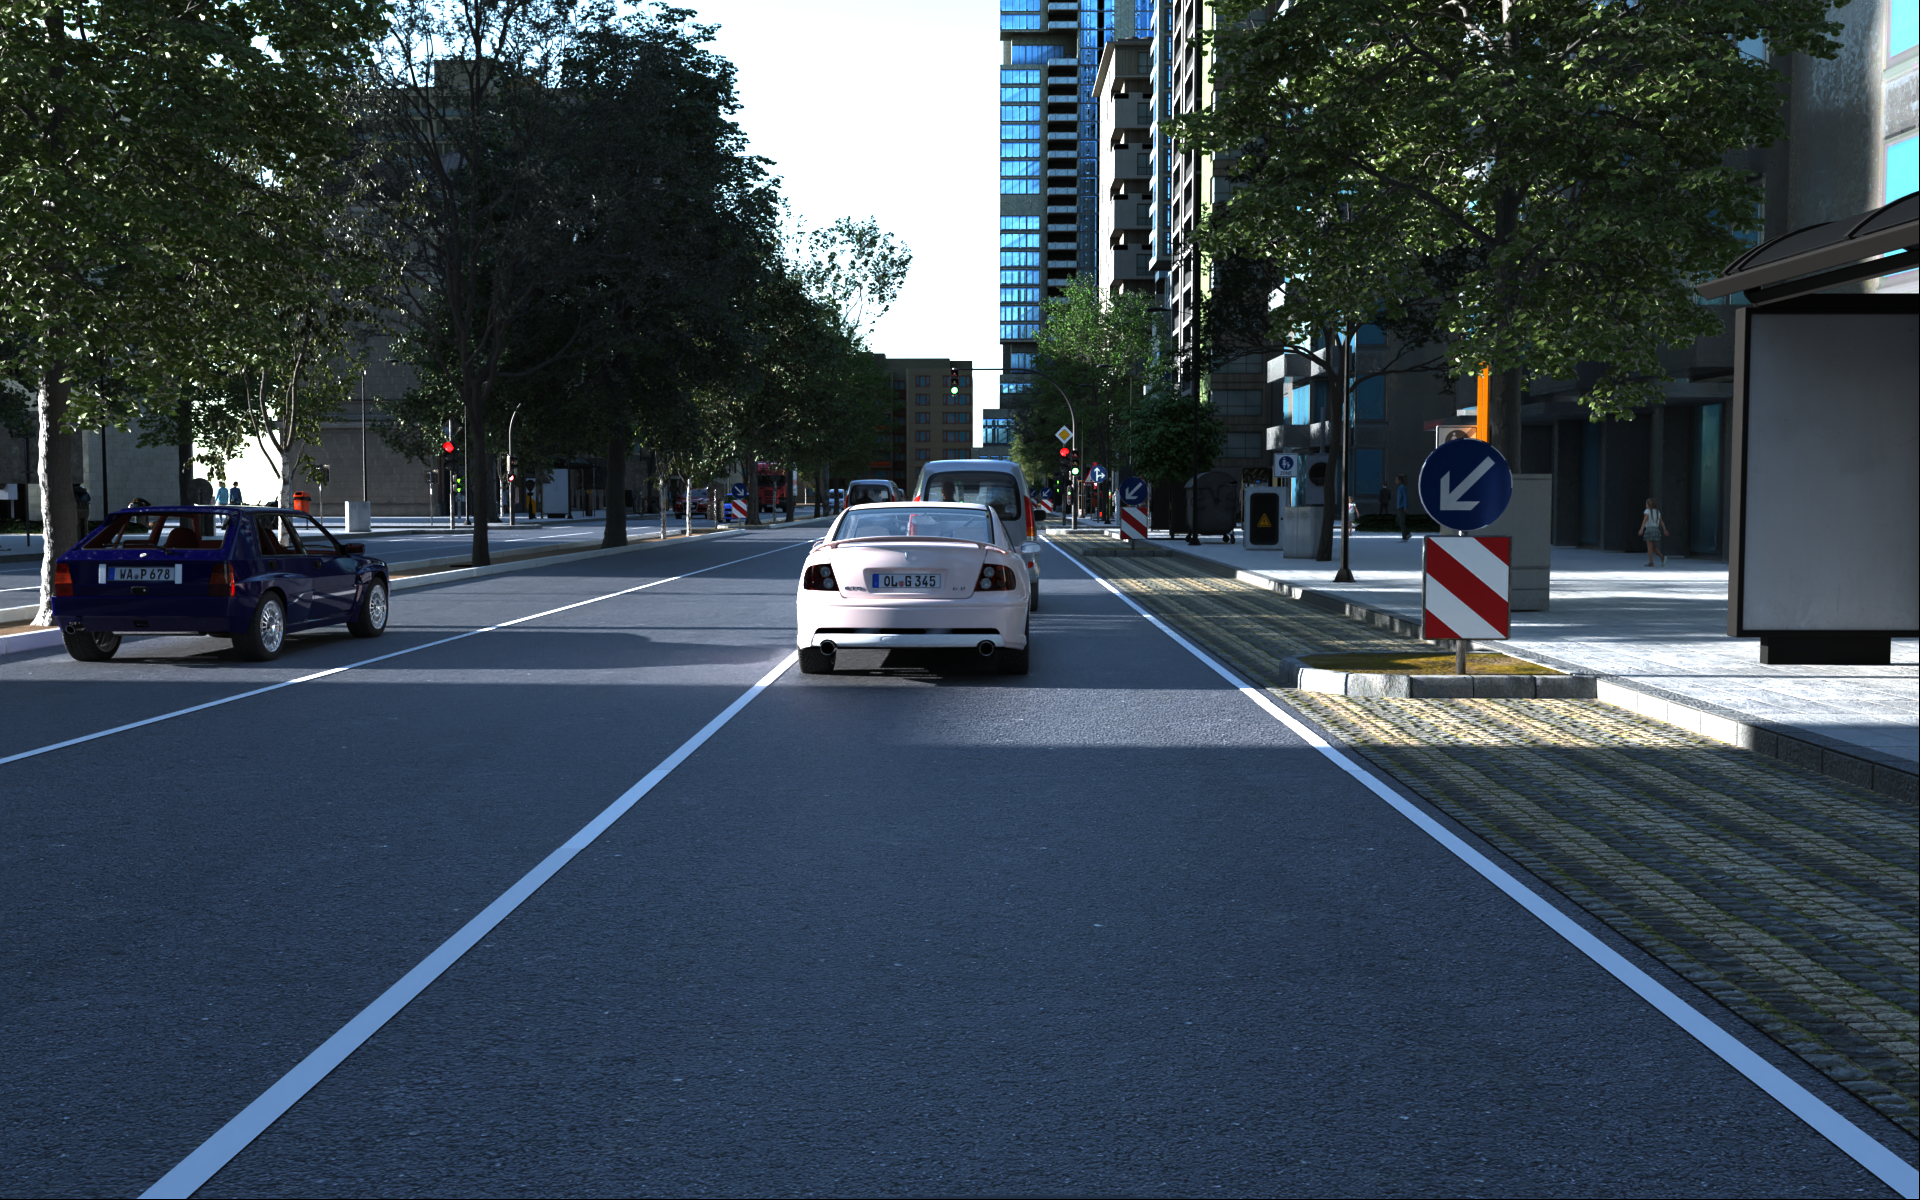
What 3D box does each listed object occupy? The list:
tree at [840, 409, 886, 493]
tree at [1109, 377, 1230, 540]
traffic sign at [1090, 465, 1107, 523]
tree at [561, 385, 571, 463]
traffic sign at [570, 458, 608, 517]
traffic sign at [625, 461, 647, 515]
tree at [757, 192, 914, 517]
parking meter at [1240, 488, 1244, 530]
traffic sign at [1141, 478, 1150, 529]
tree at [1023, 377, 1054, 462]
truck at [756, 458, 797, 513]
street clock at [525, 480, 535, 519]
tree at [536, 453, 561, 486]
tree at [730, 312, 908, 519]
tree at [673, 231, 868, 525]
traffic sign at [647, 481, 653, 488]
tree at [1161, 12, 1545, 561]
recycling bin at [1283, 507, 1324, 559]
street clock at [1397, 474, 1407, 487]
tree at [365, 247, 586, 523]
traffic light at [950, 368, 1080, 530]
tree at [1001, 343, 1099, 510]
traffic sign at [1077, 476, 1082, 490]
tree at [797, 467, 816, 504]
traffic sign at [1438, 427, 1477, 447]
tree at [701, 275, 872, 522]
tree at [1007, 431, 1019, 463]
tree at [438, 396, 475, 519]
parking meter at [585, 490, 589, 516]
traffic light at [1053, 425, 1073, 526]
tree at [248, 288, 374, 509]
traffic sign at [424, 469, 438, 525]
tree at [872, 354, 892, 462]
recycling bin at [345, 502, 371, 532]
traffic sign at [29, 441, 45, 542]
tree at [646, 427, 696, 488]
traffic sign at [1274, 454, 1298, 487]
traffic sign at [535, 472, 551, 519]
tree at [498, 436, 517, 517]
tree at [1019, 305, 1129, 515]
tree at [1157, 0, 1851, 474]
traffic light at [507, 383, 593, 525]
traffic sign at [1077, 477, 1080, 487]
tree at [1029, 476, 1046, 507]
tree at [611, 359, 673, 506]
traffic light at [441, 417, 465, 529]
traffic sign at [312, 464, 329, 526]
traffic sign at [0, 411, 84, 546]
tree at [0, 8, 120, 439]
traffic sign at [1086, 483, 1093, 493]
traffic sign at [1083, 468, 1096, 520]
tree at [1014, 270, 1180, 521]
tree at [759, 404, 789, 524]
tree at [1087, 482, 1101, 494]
[{"bbox_3d":[-7.824,-11.153,135.177,4.360,8.622,3.978,0,3,0],"label":"tree"},{"bbox_3d":[5.898,-3.971,48.638,4.285,4.588,4.351,0,3,0],"label":"tree"},{"bbox_3d":[6.173,-4.720,77.285,0.768,2.556,0.104,0,4,4],"label":"traffic sign"},{"bbox_3d":[-20.334,-9.321,102.763,4.737,8.622,4.395,0,3,0],"label":"tree"},{"bbox_3d":[-20.883,-6.329,97.355,2.265,3.308,0.079,0,4,6],"label":"traffic sign"},{"bbox_3d":[-20.357,-6.888,106.496,2.265,3.308,0.079,0,4,6],"label":"traffic sign"},{"bbox_3d":[-9.584,-15.312,108.697,12.611,20.169,13.585,0,3,0],"label":"tree"},{"bbox_3d":[10.117,-3.398,61.272,0.399,1.863,0.255,1,4,9],"label":"parking meter"},{"bbox_3d":[6.848,-3.841,62.801,0.884,2.594,0.081,1,4,10],"label":"traffic sign"},{"bbox_3d":[7.758,-11.063,115.291,7.601,10.594,8.767,0,4,-4],"label":"tree"},{"bbox_3d":[-14.595,-9.085,137.447,2.839,4.237,11.283,0,4,-1],"label":"truck"},{"bbox_3d":[-21.754,-5.084,87.701,0.471,2.002,0.358,-1,4,-17],"label":"street clock"},{"bbox_3d":[-25.415,-9.709,109.112,4.737,8.622,4.395,0,3,0],"label":"tree"},{"bbox_3d":[-7.978,-10.359,97.586,9.928,11.665,9.643,0,3,0],"label":"tree"},{"bbox_3d":[-8.873,-9.452,74.008,9.611,12.733,9.660,0,3,0],"label":"tree"},{"bbox_3d":[-21.798,-7.299,121.463,0.606,2.300,0.079,0,4,3],"label":"traffic sign"},{"bbox_3d":[7.263,-6.012,32.705,7.601,10.594,8.767,2,4,31],"label":"tree"},{"bbox_3d":[6.958,-1.351,34.649,0.722,1.027,0.722,-3,5,-45],"label":"recycling bin"},{"bbox_3d":[16.169,-3.596,63.368,0.358,2.002,0.471,2,4,35],"label":"street clock"},{"bbox_3d":[-21.224,-9.835,77.810,9.611,12.733,9.660,0,3,0],"label":"tree"},{"bbox_3d":[2.025,-5.372,62.498,4.771,5.953,1.251,0,4,1],"label":"traffic light"},{"bbox_3d":[7.677,-13.905,137.714,12.009,13.543,11.850,0,3,0],"label":"tree"},{"bbox_3d":[8.507,-7.672,125.543,0.768,2.556,0.104,0,4,3],"label":"traffic sign"},{"bbox_3d":[-19.399,-16.340,217.514,4.737,8.622,4.395,0,3,0],"label":"tree"},{"bbox_3d":[7.389,-1.450,25.829,0.606,2.300,0.079,0,4,2],"label":"traffic sign"},{"bbox_3d":[-8.747,-10.245,88.093,7.486,12.596,7.792,0,3,0],"label":"tree"},{"bbox_3d":[9.477,-18.233,216.238,7.486,12.596,7.792,0,3,0],"label":"tree"},{"bbox_3d":[-26.057,-8.528,89.803,4.737,8.622,4.395,0,3,0],"label":"tree"},{"bbox_3d":[-21.521,-5.786,100.316,0.255,1.863,0.399,1,4,11],"label":"parking meter"},{"bbox_3d":[4.229,-4.995,70.594,0.839,4.253,0.868,0,4,1],"label":"traffic light"},{"bbox_3d":[-21.175,-6.410,55.168,4.737,8.622,4.395,0,3,0],"label":"tree"},{"bbox_3d":[-21.797,-4.238,71.421,0.606,2.300,0.079,1,4,10],"label":"traffic sign"},{"bbox_3d":[-8.598,-12.138,119.045,7.486,12.596,7.792,0,3,0],"label":"tree"},{"bbox_3d":[-20.364,-2.815,58.583,0.722,1.027,0.722,-2,4,-27],"label":"recycling bin"},{"bbox_3d":[-21.587,-2.492,40.846,0.768,2.556,0.104,0,4,5],"label":"traffic sign"},{"bbox_3d":[-21.051,-13.184,133.689,7.486,12.596,7.792,0,3,0],"label":"tree"},{"bbox_3d":[8.189,-2.534,43.555,0.606,2.300,0.079,1,4,8],"label":"traffic sign"},{"bbox_3d":[-21.322,-5.409,88.442,0.884,2.594,0.081,0,4,6],"label":"traffic sign"},{"bbox_3d":[-25.042,-8.872,95.422,4.360,8.622,3.978,0,3,0],"label":"tree"},{"bbox_3d":[7.848,-11.351,103.712,7.486,12.596,7.792,0,3,0],"label":"tree"},{"bbox_3d":[6.166,-6.221,19.842,7.486,12.596,7.792,0,3,0],"label":"tree"},{"bbox_3d":[-16.237,-5.886,70.897,4.771,5.953,1.251,0,4,1],"label":"traffic light"},{"bbox_3d":[8.346,-7.573,123.817,0.884,2.594,0.081,0,4,2],"label":"traffic sign"},{"bbox_3d":[8.870,-12.612,200.810,1.663,3.219,1.824,0,3,0],"label":"tree"},{"bbox_3d":[-20.743,-11.656,116.336,9.928,11.665,9.643,0,3,0],"label":"tree"},{"bbox_3d":[-18.441,-4.525,62.907,0.839,4.253,0.868,0,4,1],"label":"traffic light"},{"bbox_3d":[-21.762,-3.478,58.998,0.606,2.300,0.079,0,4,8],"label":"traffic sign"},{"bbox_3d":[-22.520,-2.964,42.342,2.265,3.308,0.079,0,4,6],"label":"traffic sign"},{"bbox_3d":[-21.742,-7.793,34.066,9.857,13.997,8.962,0,3,0],"label":"tree"},{"bbox_3d":[9.337,-7.798,127.504,0.884,2.594,0.081,0,4,8],"label":"traffic sign"},{"bbox_3d":[6.550,-5.283,86.385,0.884,2.594,0.081,0,4,6],"label":"traffic sign"},{"bbox_3d":[6.707,-9.527,81.515,9.928,11.665,9.643,0,3,0],"label":"tree"},{"bbox_3d":[-8.710,-7.852,81.203,4.360,8.622,3.978,0,3,0],"label":"tree"},{"bbox_3d":[10.387,-8.238,129.287,1.663,3.219,1.824,0,3,0],"label":"tree"}]
